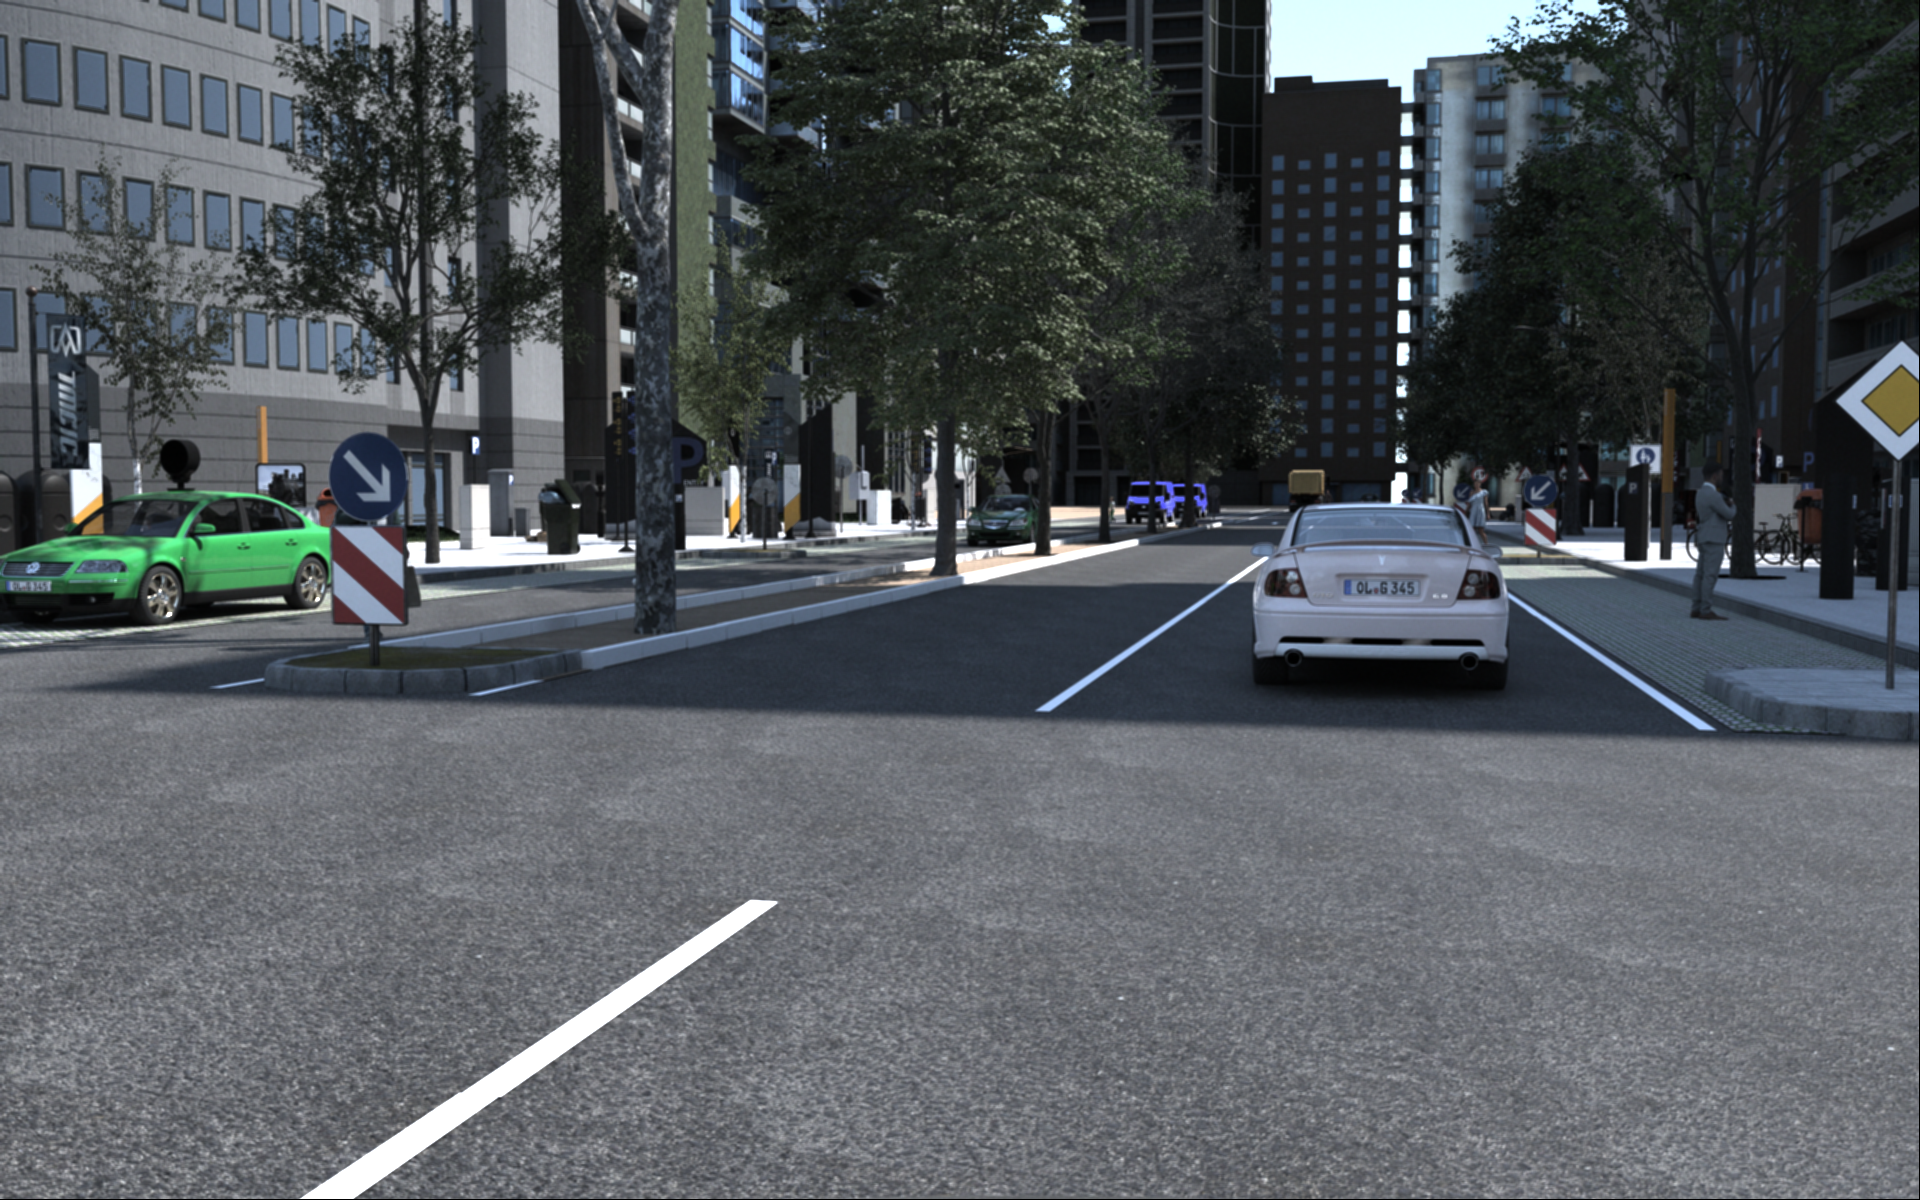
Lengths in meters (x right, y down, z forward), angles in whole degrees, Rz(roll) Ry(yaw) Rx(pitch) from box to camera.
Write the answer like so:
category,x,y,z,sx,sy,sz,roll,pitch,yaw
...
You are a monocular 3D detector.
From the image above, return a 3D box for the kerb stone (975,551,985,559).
category,x,y,z,sx,sy,sz,roll,pitch,yaw
kerb stone,0.332,-0.970,38.048,0.120,0.150,1.000,1,4,13

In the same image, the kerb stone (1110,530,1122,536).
category,x,y,z,sx,sy,sz,roll,pitch,yaw
kerb stone,5.403,-2.313,60.017,0.120,0.150,1.000,1,4,13

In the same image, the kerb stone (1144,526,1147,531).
category,x,y,z,sx,sy,sz,roll,pitch,yaw
kerb stone,7.019,-2.741,67.012,0.120,0.150,1.000,1,4,13

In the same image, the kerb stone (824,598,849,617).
category,x,y,z,sx,sy,sz,roll,pitch,yaw
kerb stone,-1.543,0.102,20.550,0.120,0.150,1.000,1,4,13

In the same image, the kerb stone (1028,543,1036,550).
category,x,y,z,sx,sy,sz,roll,pitch,yaw
kerb stone,1.717,-1.335,44.035,0.120,0.150,1.000,1,4,13

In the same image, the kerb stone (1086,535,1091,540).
category,x,y,z,sx,sy,sz,roll,pitch,yaw
kerb stone,3.796,-1.885,53.026,0.120,0.150,1.000,1,4,13

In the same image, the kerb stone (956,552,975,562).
category,x,y,z,sx,sy,sz,roll,pitch,yaw
kerb stone,0.109,-0.908,37.051,0.120,0.150,1.000,1,4,13

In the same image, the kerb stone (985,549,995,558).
category,x,y,z,sx,sy,sz,roll,pitch,yaw
kerb stone,0.561,-1.030,39.045,0.120,0.150,1.000,1,4,13

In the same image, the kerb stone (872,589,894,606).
category,x,y,z,sx,sy,sz,roll,pitch,yaw
kerb stone,-1.084,-0.020,22.542,0.120,0.150,1.000,1,4,13

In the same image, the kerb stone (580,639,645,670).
category,x,y,z,sx,sy,sz,roll,pitch,yaw
kerb stone,-2.928,0.467,14.562,0.120,0.150,1.000,1,4,13

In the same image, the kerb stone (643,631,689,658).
category,x,y,z,sx,sy,sz,roll,pitch,yaw
kerb stone,-2.705,0.408,15.560,0.120,0.150,1.000,1,4,13

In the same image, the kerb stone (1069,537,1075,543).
category,x,y,z,sx,sy,sz,roll,pitch,yaw
kerb stone,3.103,-1.703,50.038,0.120,0.150,1.000,1,4,13

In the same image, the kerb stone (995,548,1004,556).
category,x,y,z,sx,sy,sz,roll,pitch,yaw
kerb stone,0.790,-1.091,40.041,0.120,0.150,1.000,1,4,13

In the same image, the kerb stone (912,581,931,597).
category,x,y,z,sx,sy,sz,roll,pitch,yaw
kerb stone,-0.625,-0.143,24.534,0.120,0.150,1.000,1,4,13

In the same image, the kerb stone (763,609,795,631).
category,x,y,z,sx,sy,sz,roll,pitch,yaw
kerb stone,-2.013,0.223,18.549,0.120,0.150,1.000,1,4,13

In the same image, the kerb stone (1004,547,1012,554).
category,x,y,z,sx,sy,sz,roll,pitch,yaw
kerb stone,1.021,-1.152,41.039,0.120,0.150,1.000,1,4,13

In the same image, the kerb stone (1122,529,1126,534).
category,x,y,z,sx,sy,sz,roll,pitch,yaw
kerb stone,5.625,-2.372,61.023,0.120,0.150,1.000,1,4,13

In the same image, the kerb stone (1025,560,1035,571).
category,x,y,z,sx,sy,sz,roll,pitch,yaw
kerb stone,1.217,-0.633,32.538,0.120,0.150,1.000,1,4,13

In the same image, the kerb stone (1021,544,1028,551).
category,x,y,z,sx,sy,sz,roll,pitch,yaw
kerb stone,1.486,-1.274,43.040,0.120,0.150,1.000,1,4,13

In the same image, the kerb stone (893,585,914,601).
category,x,y,z,sx,sy,sz,roll,pitch,yaw
kerb stone,-0.850,-0.082,23.537,0.120,0.150,1.000,1,4,13

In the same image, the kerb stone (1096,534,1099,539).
category,x,y,z,sx,sy,sz,roll,pitch,yaw
kerb stone,4.254,-2.008,55.018,0.120,0.150,1.000,1,4,13

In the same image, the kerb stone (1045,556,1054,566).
category,x,y,z,sx,sy,sz,roll,pitch,yaw
kerb stone,1.680,-0.755,34.542,0.120,0.150,1.000,1,4,13

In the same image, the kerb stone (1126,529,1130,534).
category,x,y,z,sx,sy,sz,roll,pitch,yaw
kerb stone,5.870,-2.436,62.017,0.120,0.150,1.000,1,4,13

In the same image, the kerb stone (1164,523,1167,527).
category,x,y,z,sx,sy,sz,roll,pitch,yaw
kerb stone,8.632,-3.168,73.990,0.120,0.150,1.000,1,4,13

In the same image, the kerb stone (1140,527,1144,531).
category,x,y,z,sx,sy,sz,roll,pitch,yaw
kerb stone,6.787,-2.680,66.017,0.120,0.150,1.000,1,4,13

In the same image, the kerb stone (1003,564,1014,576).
category,x,y,z,sx,sy,sz,roll,pitch,yaw
kerb stone,0.756,-0.510,30.538,0.120,0.150,1.000,1,4,13

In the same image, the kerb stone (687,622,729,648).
category,x,y,z,sx,sy,sz,roll,pitch,yaw
kerb stone,-2.466,0.350,16.555,0.120,0.150,1.000,1,4,13

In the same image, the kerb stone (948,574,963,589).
category,x,y,z,sx,sy,sz,roll,pitch,yaw
kerb stone,-0.164,-0.265,26.536,0.120,0.150,1.000,1,4,13

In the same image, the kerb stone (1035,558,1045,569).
category,x,y,z,sx,sy,sz,roll,pitch,yaw
kerb stone,1.449,-0.692,33.547,0.120,0.150,1.000,1,4,13

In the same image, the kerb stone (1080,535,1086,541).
category,x,y,z,sx,sy,sz,roll,pitch,yaw
kerb stone,3.563,-1.822,52.030,0.120,0.150,1.000,1,4,13

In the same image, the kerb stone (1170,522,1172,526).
category,x,y,z,sx,sy,sz,roll,pitch,yaw
kerb stone,9.092,-3.291,76.007,0.120,0.150,1.000,1,4,13

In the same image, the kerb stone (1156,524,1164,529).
category,x,y,z,sx,sy,sz,roll,pitch,yaw
kerb stone,8.397,-3.107,72.994,0.120,0.150,1.000,1,4,13

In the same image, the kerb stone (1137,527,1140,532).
category,x,y,z,sx,sy,sz,roll,pitch,yaw
kerb stone,6.554,-2.616,65.014,0.120,0.150,1.000,1,4,13

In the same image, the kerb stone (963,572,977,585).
category,x,y,z,sx,sy,sz,roll,pitch,yaw
kerb stone,0.064,-0.327,27.541,0.120,0.150,1.000,1,4,13

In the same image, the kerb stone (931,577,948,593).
category,x,y,z,sx,sy,sz,roll,pitch,yaw
kerb stone,-0.395,-0.204,25.531,0.120,0.150,1.000,1,4,13

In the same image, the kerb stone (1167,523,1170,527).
category,x,y,z,sx,sy,sz,roll,pitch,yaw
kerb stone,8.868,-3.229,74.997,0.120,0.150,1.000,1,4,13

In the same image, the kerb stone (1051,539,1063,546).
category,x,y,z,sx,sy,sz,roll,pitch,yaw
kerb stone,2.639,-1.580,48.027,0.120,0.150,1.000,1,4,13

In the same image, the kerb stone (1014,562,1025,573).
category,x,y,z,sx,sy,sz,roll,pitch,yaw
kerb stone,0.984,-0.572,31.542,0.120,0.150,1.000,1,4,13

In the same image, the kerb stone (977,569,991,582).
category,x,y,z,sx,sy,sz,roll,pitch,yaw
kerb stone,0.301,-0.388,28.536,0.120,0.150,1.000,1,4,13

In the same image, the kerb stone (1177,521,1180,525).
category,x,y,z,sx,sy,sz,roll,pitch,yaw
kerb stone,9.789,-3.471,79.014,0.120,0.150,1.000,1,4,13

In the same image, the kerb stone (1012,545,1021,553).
category,x,y,z,sx,sy,sz,roll,pitch,yaw
kerb stone,1.255,-1.214,42.044,0.120,0.150,1.000,1,4,13

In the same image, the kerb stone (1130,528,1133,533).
category,x,y,z,sx,sy,sz,roll,pitch,yaw
kerb stone,6.092,-2.497,63.015,0.120,0.150,1.000,1,4,13

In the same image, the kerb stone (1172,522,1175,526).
category,x,y,z,sx,sy,sz,roll,pitch,yaw
kerb stone,9.328,-3.353,77.021,0.120,0.150,1.000,1,4,13

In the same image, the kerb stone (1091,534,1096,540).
category,x,y,z,sx,sy,sz,roll,pitch,yaw
kerb stone,4.028,-1.947,54.021,0.120,0.150,1.000,1,4,13

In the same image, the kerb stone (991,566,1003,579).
category,x,y,z,sx,sy,sz,roll,pitch,yaw
kerb stone,0.528,-0.446,29.542,0.120,0.150,1.000,1,4,13

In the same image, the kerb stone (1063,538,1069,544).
category,x,y,z,sx,sy,sz,roll,pitch,yaw
kerb stone,2.873,-1.638,49.029,0.120,0.150,1.000,1,4,13

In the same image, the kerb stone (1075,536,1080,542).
category,x,y,z,sx,sy,sz,roll,pitch,yaw
kerb stone,3.335,-1.764,51.034,0.120,0.150,1.000,1,4,13

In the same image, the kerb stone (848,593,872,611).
category,x,y,z,sx,sy,sz,roll,pitch,yaw
kerb stone,-1.316,0.040,21.546,0.120,0.150,1.000,1,4,13

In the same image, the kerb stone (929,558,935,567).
category,x,y,z,sx,sy,sz,roll,pitch,yaw
kerb stone,-0.580,-0.725,34.047,0.120,0.150,1.000,1,4,13

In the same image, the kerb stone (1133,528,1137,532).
category,x,y,z,sx,sy,sz,roll,pitch,yaw
kerb stone,6.323,-2.558,64.011,0.120,0.150,1.000,1,4,13

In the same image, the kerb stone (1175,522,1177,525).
category,x,y,z,sx,sy,sz,roll,pitch,yaw
kerb stone,9.572,-3.414,78.014,0.120,0.150,1.000,1,4,13

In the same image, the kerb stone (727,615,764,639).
category,x,y,z,sx,sy,sz,roll,pitch,yaw
kerb stone,-2.237,0.284,17.552,0.120,0.150,1.000,1,4,13

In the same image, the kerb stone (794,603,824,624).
category,x,y,z,sx,sy,sz,roll,pitch,yaw
kerb stone,-1.773,0.162,19.546,0.120,0.150,1.000,1,4,13
